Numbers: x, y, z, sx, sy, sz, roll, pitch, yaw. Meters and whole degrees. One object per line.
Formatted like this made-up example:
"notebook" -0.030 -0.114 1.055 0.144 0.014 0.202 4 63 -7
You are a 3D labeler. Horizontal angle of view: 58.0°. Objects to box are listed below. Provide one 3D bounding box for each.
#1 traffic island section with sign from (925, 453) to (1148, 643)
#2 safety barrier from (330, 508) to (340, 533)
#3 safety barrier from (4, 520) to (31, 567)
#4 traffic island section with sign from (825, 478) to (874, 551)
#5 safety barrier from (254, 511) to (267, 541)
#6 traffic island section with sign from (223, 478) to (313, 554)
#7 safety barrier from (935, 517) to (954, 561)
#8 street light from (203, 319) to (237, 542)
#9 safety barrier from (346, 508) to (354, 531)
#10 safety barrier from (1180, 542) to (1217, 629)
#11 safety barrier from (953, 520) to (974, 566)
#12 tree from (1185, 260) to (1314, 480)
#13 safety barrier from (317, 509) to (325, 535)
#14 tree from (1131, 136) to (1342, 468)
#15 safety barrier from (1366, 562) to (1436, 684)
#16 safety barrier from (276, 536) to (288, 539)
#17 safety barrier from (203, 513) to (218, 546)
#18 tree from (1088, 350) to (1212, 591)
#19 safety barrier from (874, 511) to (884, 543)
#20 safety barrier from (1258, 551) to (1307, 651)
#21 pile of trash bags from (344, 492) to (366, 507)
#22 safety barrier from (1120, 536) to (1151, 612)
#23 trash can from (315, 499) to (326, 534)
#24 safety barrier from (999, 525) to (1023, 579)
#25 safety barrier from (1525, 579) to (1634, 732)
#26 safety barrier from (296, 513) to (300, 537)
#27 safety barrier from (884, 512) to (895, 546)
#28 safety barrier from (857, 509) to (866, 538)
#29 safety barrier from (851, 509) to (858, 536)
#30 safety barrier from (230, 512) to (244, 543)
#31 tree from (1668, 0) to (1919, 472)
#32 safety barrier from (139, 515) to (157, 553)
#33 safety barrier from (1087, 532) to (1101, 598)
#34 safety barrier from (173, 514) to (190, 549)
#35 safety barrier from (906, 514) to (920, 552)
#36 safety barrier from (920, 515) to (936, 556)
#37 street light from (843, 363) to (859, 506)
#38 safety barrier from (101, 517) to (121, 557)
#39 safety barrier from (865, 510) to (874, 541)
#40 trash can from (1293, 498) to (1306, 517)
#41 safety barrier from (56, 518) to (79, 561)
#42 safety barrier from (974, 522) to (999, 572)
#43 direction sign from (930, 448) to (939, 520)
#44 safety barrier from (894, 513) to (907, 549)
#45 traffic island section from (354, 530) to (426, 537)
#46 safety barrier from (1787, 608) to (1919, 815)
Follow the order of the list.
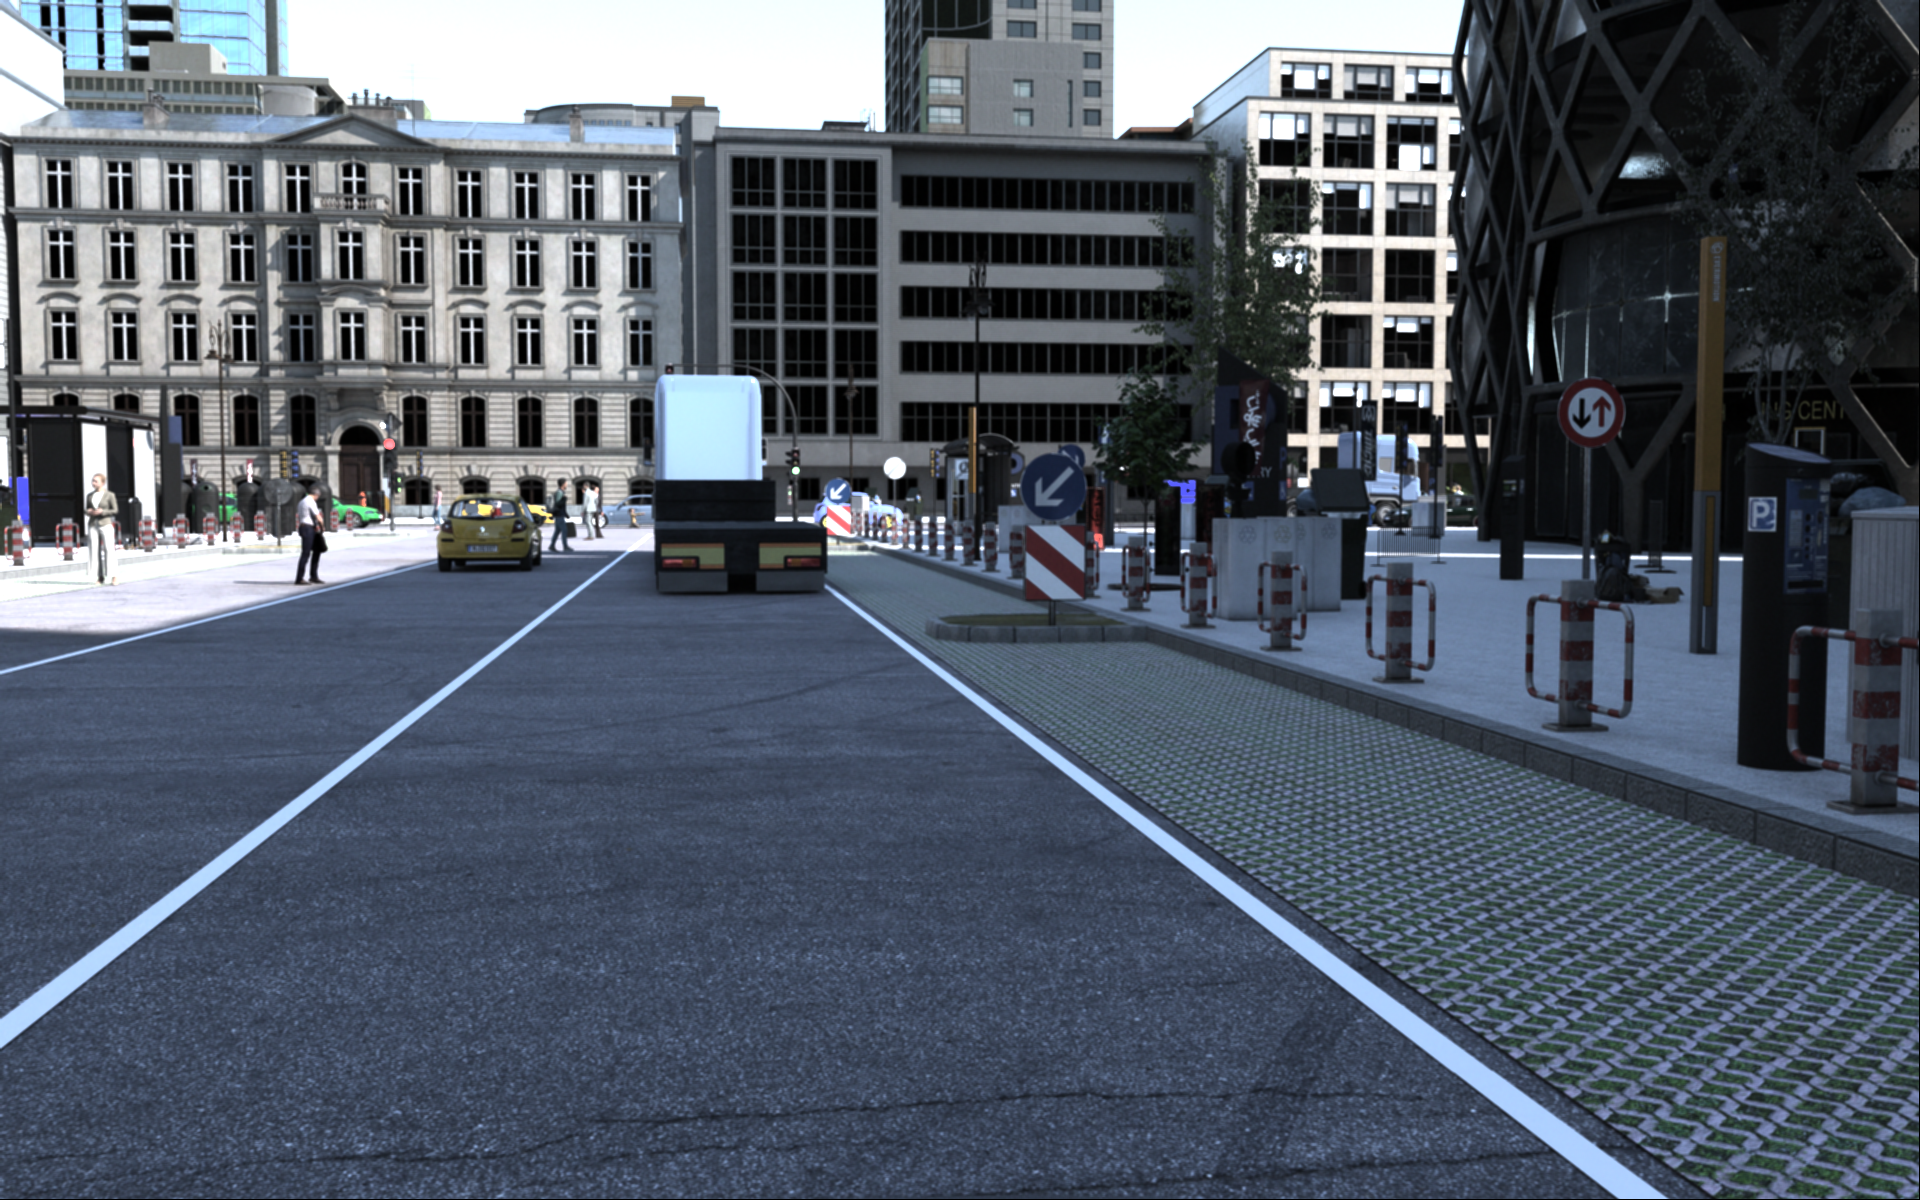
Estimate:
"traffic island section with sign" 0.690 -0.542 17.494 1.989 1.847 2.006 -1 4 -8
"safety barrier" -20.584 -2.615 57.028 0.300 0.817 1.120 -1 4 -8
"safety barrier" -16.669 -1.001 30.647 0.300 0.817 1.120 -1 4 -8
"traffic island section with sign" -3.267 -2.173 44.158 1.989 1.847 2.006 -1 4 -8
"safety barrier" -19.156 -2.028 47.427 0.300 0.817 1.120 -1 4 -8
"traffic island section with sign" -16.558 -2.036 41.917 1.989 1.847 2.006 -1 4 -8
"safety barrier" -0.204 -1.167 33.358 0.300 0.817 1.120 -1 4 -8
"street light" -19.588 -4.477 45.986 0.468 5.910 1.993 -1 4 -8
"safety barrier" -20.934 -2.761 59.424 0.300 0.817 1.120 -1 4 -8
"safety barrier" 2.283 -0.142 16.593 0.300 0.817 1.120 -1 4 -8
"safety barrier" 0.154 -1.021 30.963 0.300 0.817 1.120 -1 4 -8
"tree" 9.436 -6.405 55.087 4.360 8.622 3.978 0 3 0
"safety barrier" -20.226 -2.468 54.634 0.300 0.817 1.120 -1 4 -8
"tree" 5.851 -5.183 35.098 4.737 8.622 4.395 0 3 0
"safety barrier" 2.992 0.151 11.802 0.300 0.817 1.120 -1 4 -8
"safety barrier" -19.511 -2.174 49.822 0.300 0.817 1.120 -1 4 -8
"safety barrier" -18.446 -1.734 42.634 0.300 0.817 1.120 -1 4 -8
"tree" 2.631 -1.760 23.380 1.663 3.219 1.824 0 3 0
"safety barrier" -1.984 -1.900 45.342 0.300 0.817 1.120 -1 4 -8
"safety barrier" 2.635 0.005 14.197 0.300 0.817 1.120 -1 4 -8
"pile of trash bags" -30.206 -4.551 84.164 1.912 1.369 3.447 3 5 39
"safety barrier" 1.927 -0.288 18.987 0.300 0.817 1.120 -1 4 -8
"trash can" -20.728 -2.693 55.677 0.748 1.137 0.748 0 3 0
"safety barrier" 0.866 -0.728 26.173 0.300 0.817 1.120 -1 4 -8
"safety barrier" 3.349 0.298 9.408 0.300 0.817 1.120 -1 4 -8
"safety barrier" -19.866 -2.321 52.223 0.300 0.817 1.120 -1 4 -8
"safety barrier" -1.625 -1.754 42.948 0.300 0.817 1.120 -1 4 -8
"safety barrier" -2.697 -2.194 50.139 0.300 0.817 1.120 -1 4 -8
"safety barrier" -3.048 -2.340 52.540 0.300 0.817 1.120 -1 4 -8
"safety barrier" -18.798 -1.881 45.029 0.300 0.817 1.120 -1 4 -8
"tree" 12.412 -4.613 25.789 4.360 8.622 3.978 0 3 0
"safety barrier" -17.736 -1.441 37.834 0.300 0.817 1.120 -1 4 -8
"safety barrier" 1.575 -0.435 21.383 0.300 0.817 1.120 -1 4 -8
"safety barrier" -18.089 -1.587 40.229 0.300 0.817 1.120 -1 4 -8
"safety barrier" -0.914 -1.460 38.148 0.300 0.817 1.120 -1 4 -8
"safety barrier" -0.559 -1.314 35.753 0.300 0.817 1.120 -1 4 -8
"street light" -3.843 -5.404 61.139 0.468 5.910 1.993 -1 4 -8
"safety barrier" -17.377 -1.294 35.438 0.300 0.817 1.120 -1 4 -8
"safety barrier" -2.338 -2.047 47.743 0.300 0.817 1.120 -1 4 -8
"trash can" 11.644 -2.847 58.203 0.748 1.137 0.748 0 3 0
"safety barrier" -17.021 -1.148 33.043 0.300 0.817 1.120 -1 4 -8
"safety barrier" 0.503 -0.874 28.567 0.300 0.817 1.120 -1 4 -8
"direction sign" -1.258 -5.744 85.905 0.379 3.537 0.876 2 4 27
"safety barrier" -1.271 -1.607 40.542 0.300 0.817 1.120 -1 4 -8
"traffic island section" -19.454 -2.265 59.318 2.009 0.180 2.903 -1 4 -8
"safety barrier" 3.705 0.445 7.002 0.300 0.817 1.120 -1 4 -8
